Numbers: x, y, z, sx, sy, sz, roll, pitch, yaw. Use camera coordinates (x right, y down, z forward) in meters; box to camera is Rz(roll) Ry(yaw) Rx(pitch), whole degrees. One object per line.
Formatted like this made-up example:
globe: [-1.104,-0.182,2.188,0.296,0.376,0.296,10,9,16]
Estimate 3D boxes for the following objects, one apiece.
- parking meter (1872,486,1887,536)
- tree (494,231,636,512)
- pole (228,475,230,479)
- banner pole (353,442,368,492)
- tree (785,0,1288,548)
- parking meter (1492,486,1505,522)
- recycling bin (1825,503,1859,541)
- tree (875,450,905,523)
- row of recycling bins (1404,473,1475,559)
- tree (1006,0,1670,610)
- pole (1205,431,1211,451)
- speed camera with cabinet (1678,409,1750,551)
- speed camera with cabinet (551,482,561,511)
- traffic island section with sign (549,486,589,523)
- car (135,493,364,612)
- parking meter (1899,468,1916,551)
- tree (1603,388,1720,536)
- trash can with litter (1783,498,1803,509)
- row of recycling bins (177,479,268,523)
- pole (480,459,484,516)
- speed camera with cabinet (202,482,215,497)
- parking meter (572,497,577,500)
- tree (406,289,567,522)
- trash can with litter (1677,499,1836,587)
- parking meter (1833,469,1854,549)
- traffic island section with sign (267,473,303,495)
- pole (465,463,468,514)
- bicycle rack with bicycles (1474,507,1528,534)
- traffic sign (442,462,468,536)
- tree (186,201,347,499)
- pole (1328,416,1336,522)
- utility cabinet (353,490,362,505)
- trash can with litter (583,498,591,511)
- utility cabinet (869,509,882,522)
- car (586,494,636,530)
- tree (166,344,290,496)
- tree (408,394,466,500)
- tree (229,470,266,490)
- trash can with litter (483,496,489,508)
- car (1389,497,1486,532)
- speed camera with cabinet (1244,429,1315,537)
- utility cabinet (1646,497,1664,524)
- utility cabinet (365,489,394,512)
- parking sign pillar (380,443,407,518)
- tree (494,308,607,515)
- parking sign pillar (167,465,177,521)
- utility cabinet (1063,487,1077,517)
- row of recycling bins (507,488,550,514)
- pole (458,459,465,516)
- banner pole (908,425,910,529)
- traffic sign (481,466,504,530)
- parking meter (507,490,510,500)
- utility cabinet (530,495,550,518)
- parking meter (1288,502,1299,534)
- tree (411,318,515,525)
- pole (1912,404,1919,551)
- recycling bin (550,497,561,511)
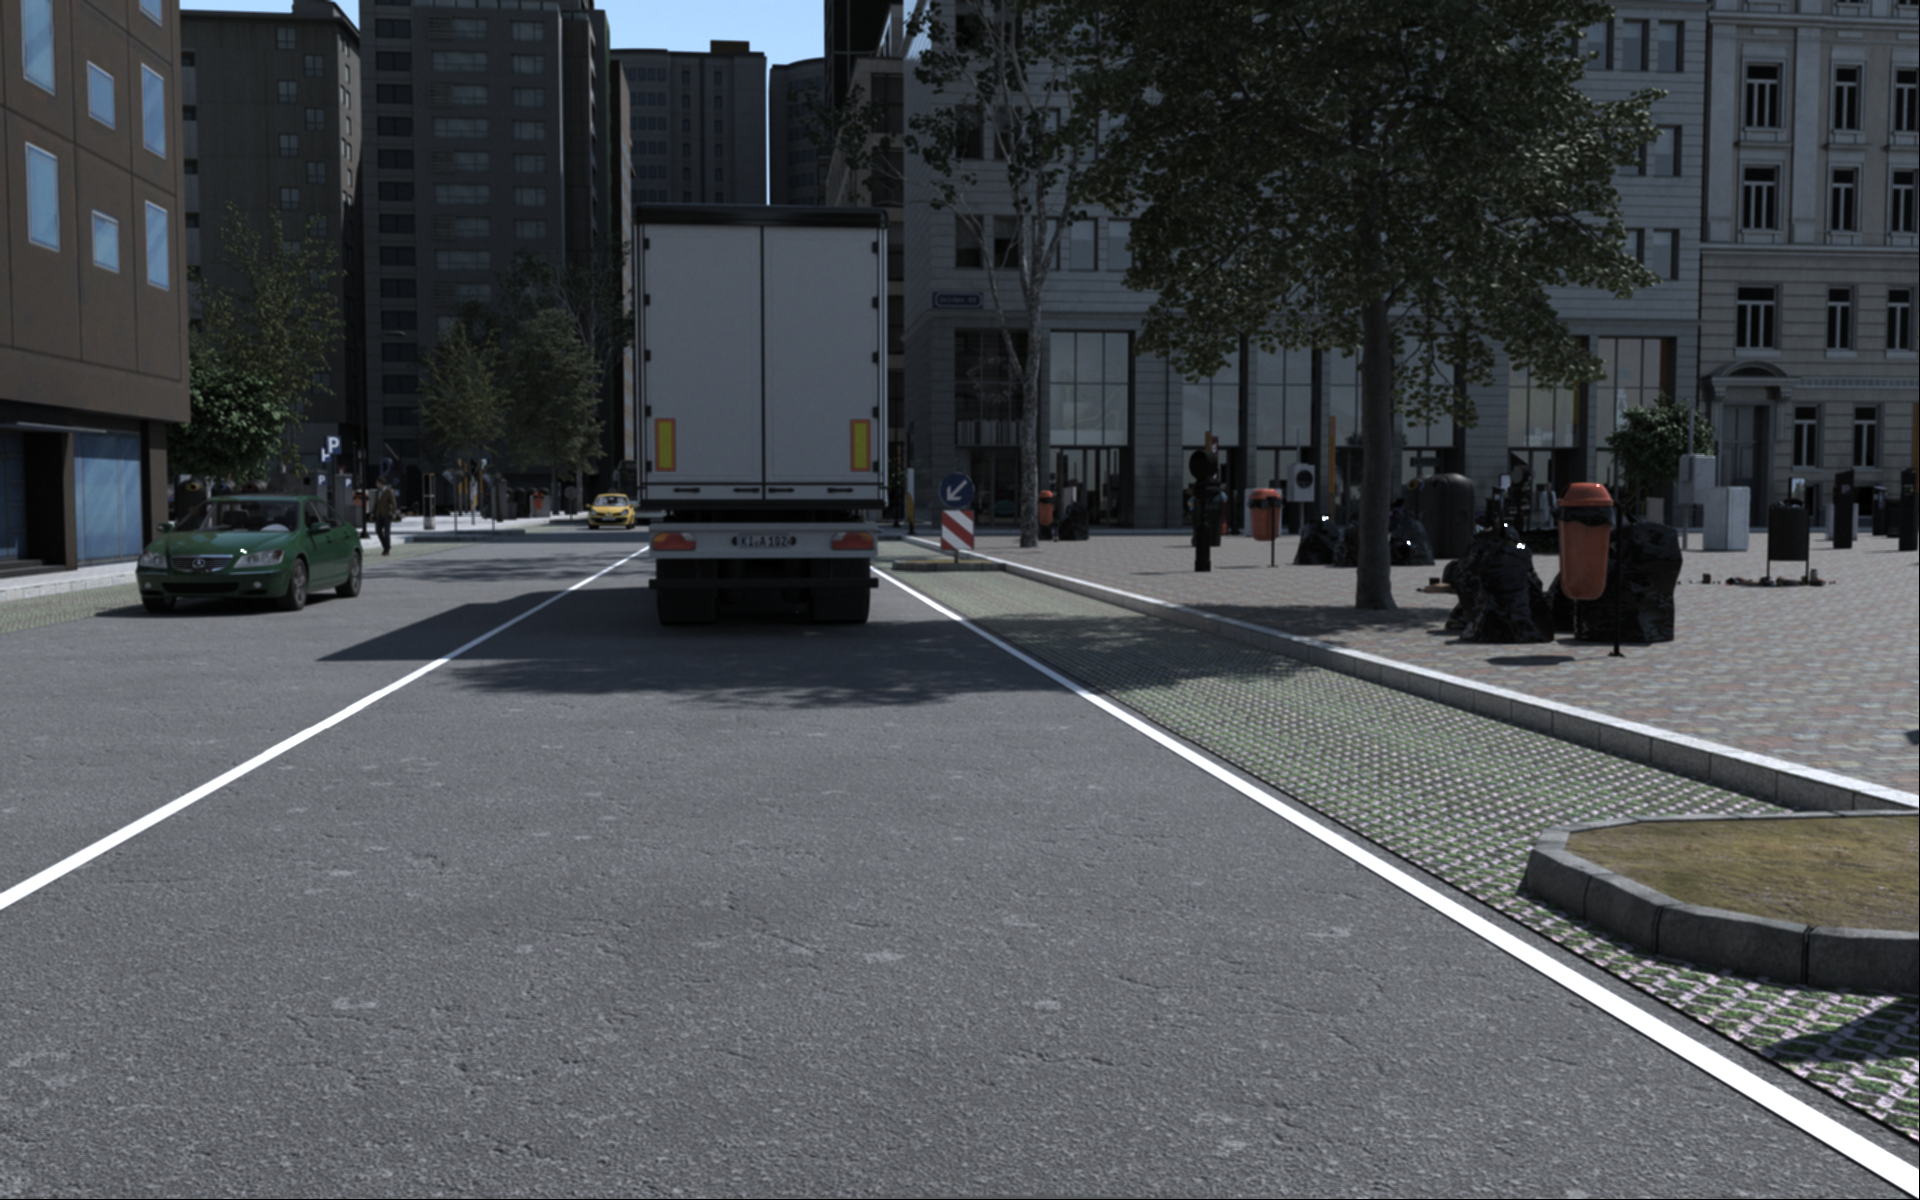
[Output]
parking meter: [28.427,-2.759,53.514,0.372,1.533,0.369,0,3,0]
tree: [-25.560,-16.320,122.719,12.611,20.169,13.585,0,3,0]
pole: [-41.298,-6.364,97.902,0.158,3.312,0.155,0,3,0]
banner pole: [-28.766,-5.684,82.950,0.863,3.779,0.401,1,4,14]
tree: [2.175,-11.414,42.503,12.611,20.169,13.585,0,3,0]
parking meter: [16.254,-2.683,52.276,0.372,1.533,0.369,0,3,0]
recycling bin: [24.446,-2.169,48.024,0.722,1.027,0.722,1,4,19]
tree: [-3.091,-4.974,75.929,1.663,3.219,1.824,0,3,0]
row of recycling bins: [9.970,-1.765,35.970,1.069,1.692,3.534,0,4,4]
tree: [4.245,-6.168,18.969,7.486,12.596,7.792,0,3,0]
pole: [8.084,-3.829,56.450,0.158,3.312,0.155,0,3,0]
speed camera with cabinet: [17.298,-2.776,39.728,0.660,3.252,2.038,-1,4,-8]
speed camera with cabinet: [-31.515,-8.433,132.212,2.038,3.252,0.660,0,4,-5]
traffic island section with sign: [-19.203,-4.710,85.644,1.989,1.847,2.006,0,4,-7]
car: [-9.162,-0.664,22.656,2.131,1.459,4.920,0,4,-6]
parking meter: [21.386,-2.043,39.107,0.255,1.863,0.399,1,4,23]
tree: [21.785,-4.289,53.831,4.285,4.588,4.351,0,3,0]
trash can with litter: [24.001,-2.364,50.038,0.624,1.170,1.055,2,4,26]
row of recycling bins: [-20.114,-2.526,48.406,3.534,1.692,1.069,0,4,0]
pole: [-27.796,-6.531,100.624,0.158,3.312,0.155,0,3,0]
speed camera with cabinet: [-35.794,-5.354,81.872,2.038,3.252,0.660,2,4,33]
parking meter: [-26.406,-6.733,118.491,0.372,1.533,0.369,0,3,0]
tree: [-21.524,-8.868,79.411,7.601,10.594,8.767,0,4,-2]
trash can with litter: [11.338,-0.830,24.631,2.233,1.210,1.678,1,4,18]
parking meter: [20.807,-2.147,40.816,0.399,1.863,0.255,1,4,11]
traffic island section with sign: [-12.583,-1.434,32.079,1.989,1.847,2.006,0,4,-7]
pole: [-32.206,-7.283,112.924,0.158,3.312,0.155,0,3,0]
bicycle rack with bicycles: [14.650,-2.181,49.046,2.852,0.926,2.925,3,5,42]
traffic sign: [-15.499,-3.031,53.202,0.795,2.450,0.064,0,4,-7]
tree: [-17.123,-5.675,43.144,4.737,8.622,4.395,0,3,0]
pole: [9.762,-3.158,45.484,0.158,3.312,0.155,0,3,0]
utility cabinet: [-29.831,-4.739,86.164,0.318,1.500,1.173,0,4,4]
trash can with litter: [-28.322,-7.267,130.205,1.055,1.170,0.624,-3,5,-43]
utility cabinet: [-3.913,-4.226,80.258,0.306,1.237,1.020,-2,4,-26]
car: [-14.240,-3.709,70.860,2.015,1.641,3.980,0,4,-7]
tree: [-16.294,-3.313,37.888,4.285,4.588,4.351,0,3,0]
tree: [-38.579,-10.813,127.155,4.360,8.622,3.978,0,3,0]
tree: [-33.348,-5.311,81.435,1.663,3.219,1.824,0,3,0]
trash can with litter: [-28.661,-5.746,105.342,1.055,1.170,0.624,1,4,11]
car: [16.609,-2.900,59.994,3.894,1.354,1.945,0,4,-8]
speed camera with cabinet: [9.627,-3.536,52.154,2.038,3.252,0.660,-1,4,-14]
utility cabinet: [13.169,-1.326,32.835,0.306,1.237,1.020,1,4,20]
utility cabinet: [-27.149,-4.436,81.201,1.173,1.500,0.318,1,4,14]
parking sign pillar: [-30.053,-6.291,91.329,1.447,3.967,1.447,3,5,42]
tree: [-25.226,-11.491,105.999,7.486,12.596,7.792,0,3,0]
parking sign pillar: [-37.849,-5.746,82.426,1.447,3.967,1.447,-3,4,-39]
utility cabinet: [3.349,-2.704,52.896,0.318,1.500,1.173,1,4,9]
row of recycling bins: [-27.493,-6.271,109.649,1.069,1.692,3.534,3,5,42]
pole: [-28.676,-6.451,99.321,0.158,3.312,0.155,0,3,0]
banner pole: [-1.767,-4.465,63.018,0.401,3.779,0.863,1,4,9]
traffic sign: [-16.479,-3.516,61.127,0.795,2.450,0.064,0,4,-7]
parking meter: [-25.510,-5.452,97.557,0.372,1.533,0.369,0,3,0]
utility cabinet: [-22.943,-5.106,94.648,1.020,1.237,0.306,-2,4,-26]
parking meter: [10.813,-3.083,56.112,0.255,1.863,0.399,0,4,-5]
tree: [-20.359,-7.429,71.831,4.737,8.622,4.395,0,3,0]
pole: [21.696,-2.781,39.305,0.158,3.312,0.155,0,3,0]
recycling bin: [-31.369,-7.422,133.896,0.722,1.027,0.722,-3,5,-42]
